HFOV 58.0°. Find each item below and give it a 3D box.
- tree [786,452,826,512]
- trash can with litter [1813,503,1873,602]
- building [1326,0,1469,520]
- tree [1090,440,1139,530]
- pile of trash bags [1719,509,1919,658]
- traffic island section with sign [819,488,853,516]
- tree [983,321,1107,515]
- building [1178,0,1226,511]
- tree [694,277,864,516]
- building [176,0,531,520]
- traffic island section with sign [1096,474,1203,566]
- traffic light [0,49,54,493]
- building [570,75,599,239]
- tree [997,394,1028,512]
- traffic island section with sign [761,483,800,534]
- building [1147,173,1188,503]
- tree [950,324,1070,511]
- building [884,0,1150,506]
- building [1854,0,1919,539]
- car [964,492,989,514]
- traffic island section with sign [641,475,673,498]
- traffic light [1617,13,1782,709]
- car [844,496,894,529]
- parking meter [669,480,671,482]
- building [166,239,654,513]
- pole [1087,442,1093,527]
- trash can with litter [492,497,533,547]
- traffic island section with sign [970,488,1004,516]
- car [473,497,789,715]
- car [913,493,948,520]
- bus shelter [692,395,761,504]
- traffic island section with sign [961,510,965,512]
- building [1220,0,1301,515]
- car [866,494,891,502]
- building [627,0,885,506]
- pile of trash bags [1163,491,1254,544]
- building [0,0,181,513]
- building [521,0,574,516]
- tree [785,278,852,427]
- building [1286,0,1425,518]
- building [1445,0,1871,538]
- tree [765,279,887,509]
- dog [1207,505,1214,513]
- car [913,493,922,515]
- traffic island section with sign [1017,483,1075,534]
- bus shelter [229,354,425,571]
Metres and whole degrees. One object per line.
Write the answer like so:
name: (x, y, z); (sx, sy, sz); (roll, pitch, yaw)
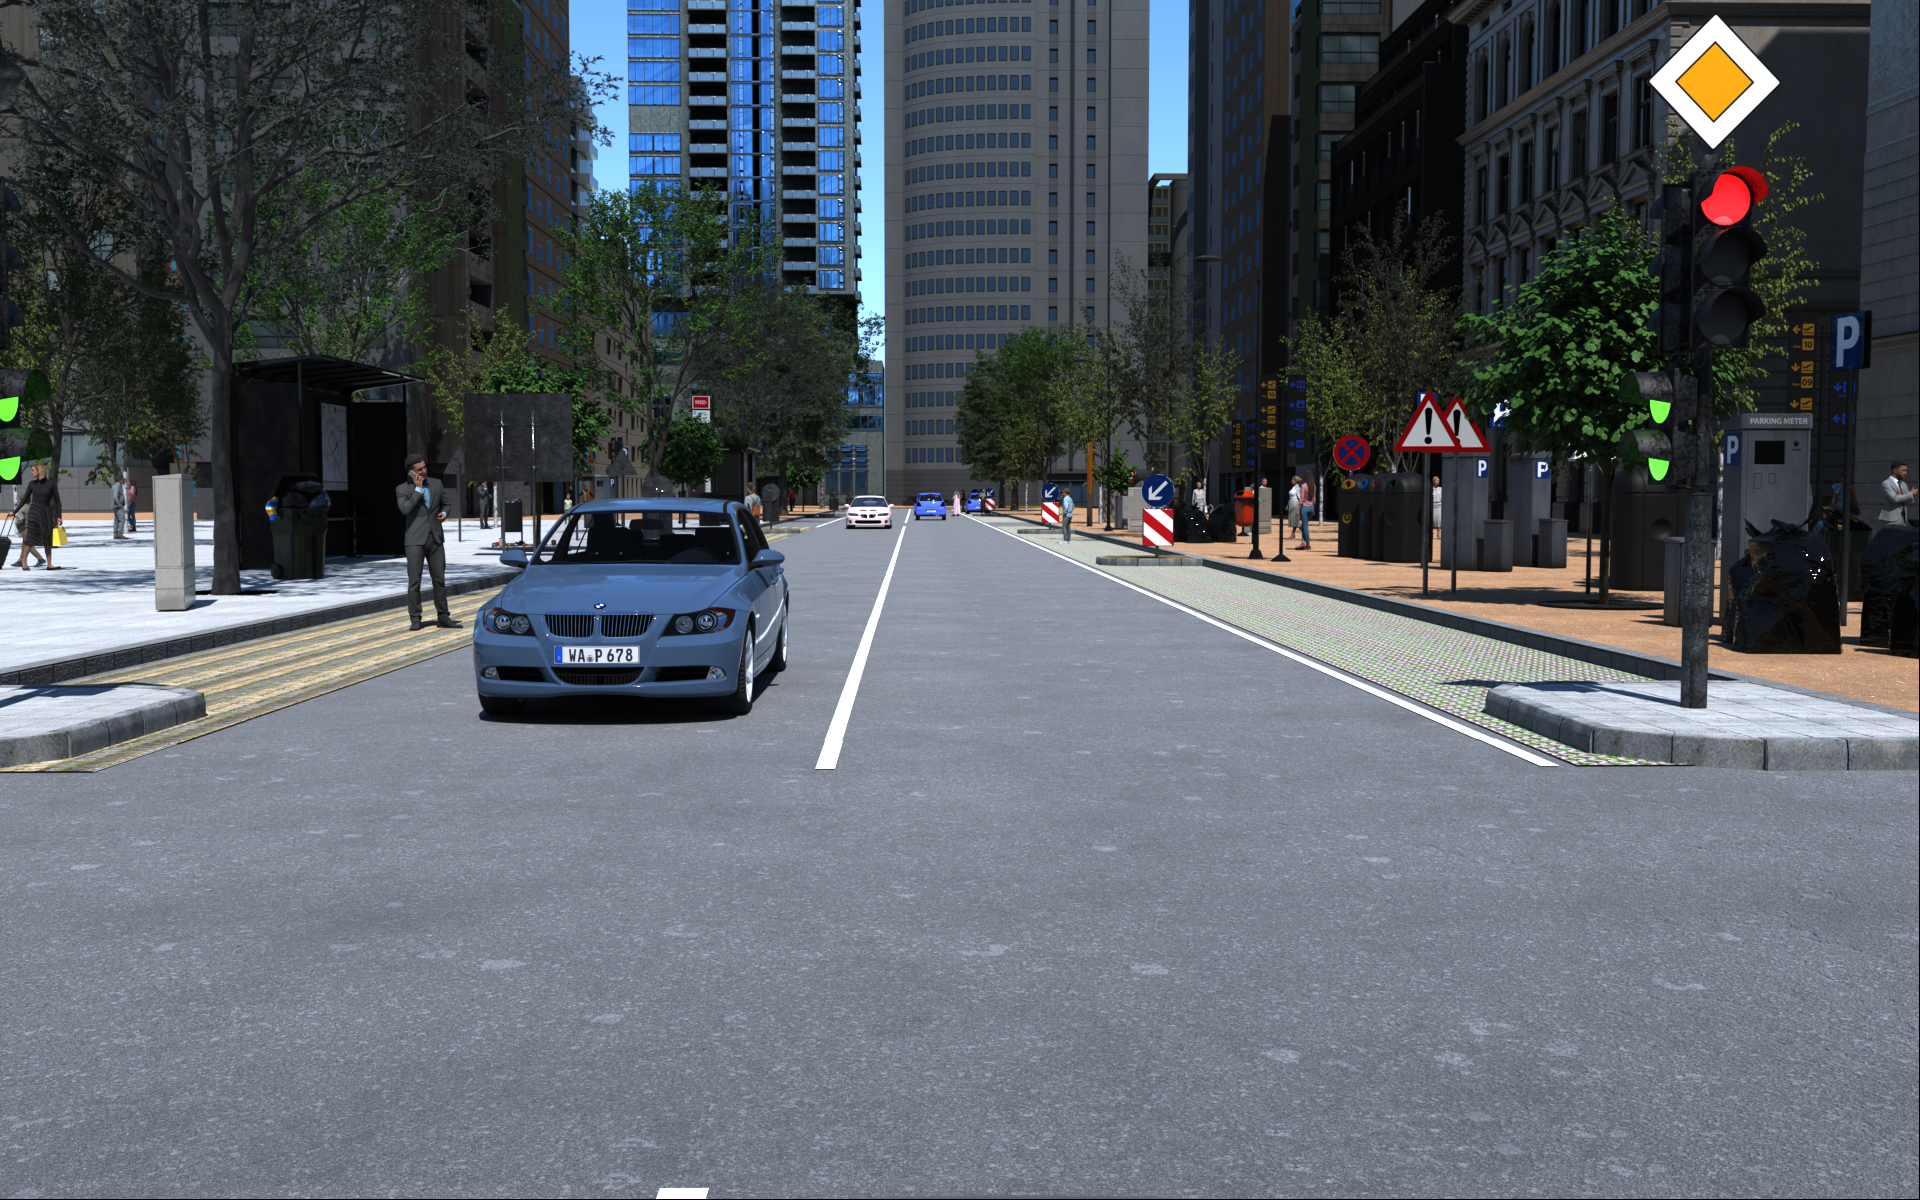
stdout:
tree: (-11.327, -8.587, 124.107); (4.285, 4.588, 4.351); (0, 3, 0)
trash can with litter: (10.830, -0.572, 20.736); (1.055, 1.170, 0.624); (1, 4, 11)
building: (24.569, -15.175, 77.792); (12.332, 23.373, 15.834); (0, 4, -1)
tree: (5.725, -4.154, 62.520); (1.663, 3.219, 1.824); (0, 3, 0)
pile of trash bags: (7.948, -0.258, 13.967); (3.447, 1.369, 1.912); (2, 4, 31)
traffic island section with sign: (-8.116, -6.347, 112.400); (1.989, 1.847, 2.006); (0, 4, -1)
tree: (5.122, -10.930, 104.458); (9.928, 11.665, 9.643); (0, 3, 0)
building: (28.115, -36.135, 132.801); (21.231, 58.520, 28.212); (0, 4, -1)
tree: (-10.496, -11.903, 101.277); (9.857, 13.997, 8.962); (0, 3, 0)
building: (-31.600, -19.591, 92.019); (14.160, 30.474, 14.107); (0, 4, -1)
traffic island section with sign: (3.795, -1.619, 35.102); (1.989, 1.847, 2.006); (0, 4, -1)
traffic light: (-5.764, -1.291, 10.025); (0.839, 4.253, 0.868); (0, 4, -1)
building: (-55.466, -35.050, 192.677); (30.456, 49.044, 23.786); (0, 4, -1)
tree: (4.616, -10.458, 121.346); (4.737, 8.622, 4.395); (0, 3, 0)
traffic island section with sign: (-6.856, -3.339, 63.214); (1.989, 1.847, 2.006); (0, 4, -1)
building: (32.087, -31.032, 199.256); (23.993, 40.220, 32.217); (0, 4, -1)
tree: (4.165, -13.762, 131.658); (9.857, 13.997, 8.962); (0, 3, 0)
building: (5.650, -39.845, 193.457); (28.212, 58.520, 21.231); (0, 4, -1)
building: (42.688, -15.672, 32.654); (44.131, 29.872, 17.030); (0, 4, -1)
car: (1.269, -6.995, 123.953); (1.945, 1.707, 3.694); (0, 4, -2)
traffic island section with sign: (-6.129, -1.616, 35.053); (1.989, 1.847, 2.006); (0, 4, -1)
traffic light: (4.394, -1.308, 10.303); (0.839, 4.253, 0.868); (0, 4, -1)
car: (-3.793, -3.690, 72.700); (2.083, 1.381, 4.827); (0, 4, -1)
parking meter: (-11.741, -3.899, 69.456); (0.255, 1.863, 0.399); (1, 4, 11)
building: (-39.978, -17.563, 132.192); (28.899, 21.520, 27.650); (0, 4, -1)
pole: (5.115, -4.552, 68.273); (0.158, 3.312, 0.155); (0, 3, 0)
trash can with litter: (-10.641, -1.937, 42.733); (2.233, 1.210, 1.678); (-2, 4, -33)
traffic island section with sign: (1.806, -6.331, 112.138); (1.989, 1.847, 2.006); (0, 4, -1)
car: (-2.258, -0.048, 12.786); (2.014, 1.417, 4.499); (0, 4, -1)
car: (-1.612, -5.271, 95.772); (1.945, 1.707, 3.694); (0, 4, -1)
bus shelter: (-9.871, -5.840, 73.118); (2.179, 5.291, 8.768); (0, 4, -1)
traffic island section with sign: (1.099, -7.979, 139.084); (1.989, 1.847, 2.006); (0, 4, -1)
building: (24.967, -28.202, 111.219); (14.600, 45.320, 14.200); (0, 4, -1)
car: (-5.897, -6.639, 120.344); (2.131, 1.459, 4.920); (0, 4, -3)
building: (-24.016, -53.760, 191.642); (31.000, 86.520, 22.319); (0, 4, -1)
pile of trash bags: (6.646, -2.194, 45.626); (1.912, 1.369, 3.447); (-2, 4, -28)
building: (-69.236, -33.078, 130.069); (27.495, 52.752, 28.713); (0, 4, -1)
building: (-32.078, -27.864, 105.686); (14.600, 45.320, 14.200); (0, 4, -1)
tree: (-10.341, -10.723, 85.688); (12.009, 13.543, 11.850); (0, 3, 0)
building: (25.535, -19.915, 97.319); (14.160, 30.474, 14.107); (0, 4, -1)
building: (24.957, -14.085, 59.176); (11.050, 23.489, 19.941); (0, 4, -1)
tree: (-12.315, -18.119, 152.138); (12.611, 20.169, 13.585); (0, 3, 0)
dog: (11.194, -3.766, 75.950); (0.513, 0.831, 0.800); (-1, 4, -14)
car: (-2.268, -6.640, 118.156); (1.945, 1.707, 3.694); (0, 4, -1)
traffic island section with sign: (3.092, -3.299, 62.562); (1.989, 1.847, 2.006); (0, 4, -1)
bus shelter: (-11.626, -2.498, 32.123); (1.731, 3.624, 6.357); (0, 4, -2)
